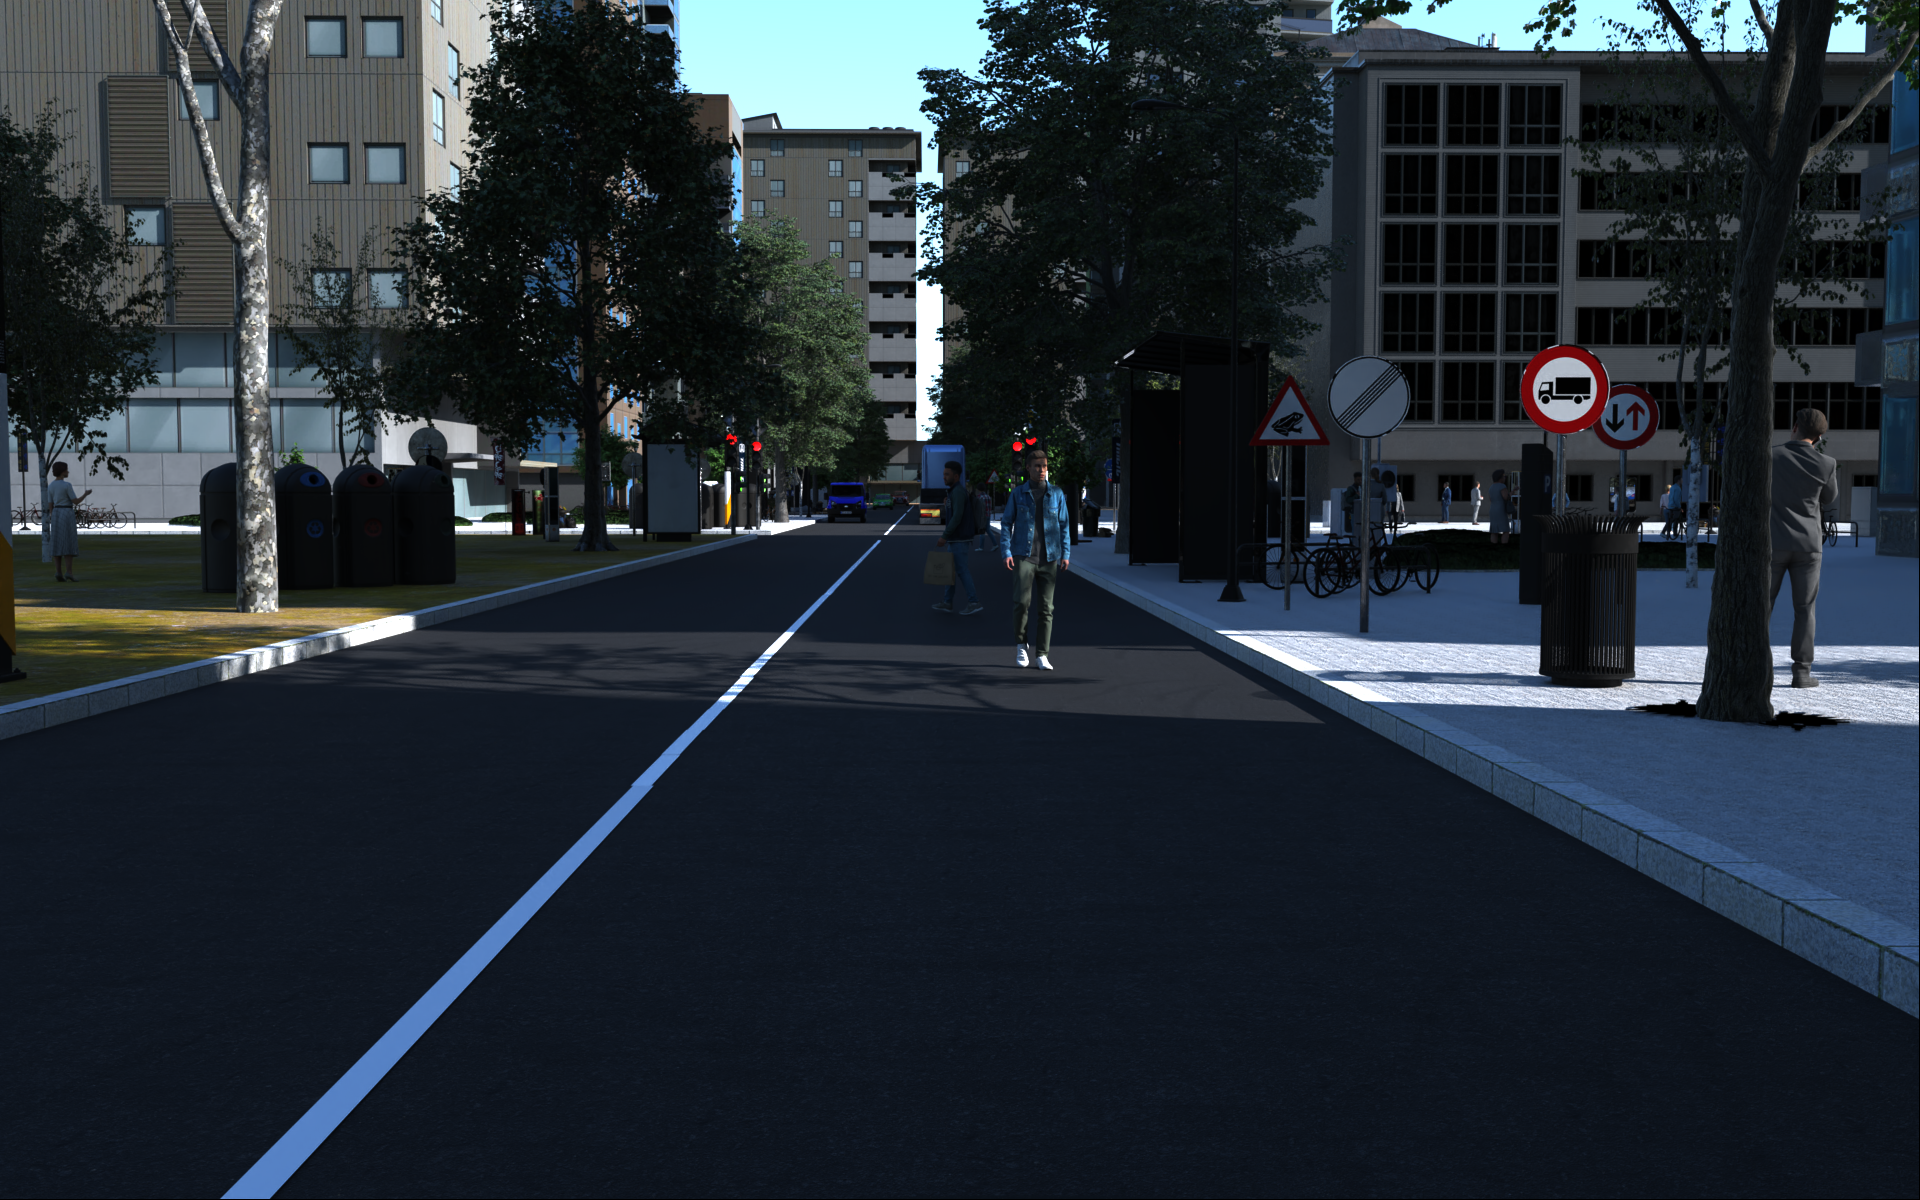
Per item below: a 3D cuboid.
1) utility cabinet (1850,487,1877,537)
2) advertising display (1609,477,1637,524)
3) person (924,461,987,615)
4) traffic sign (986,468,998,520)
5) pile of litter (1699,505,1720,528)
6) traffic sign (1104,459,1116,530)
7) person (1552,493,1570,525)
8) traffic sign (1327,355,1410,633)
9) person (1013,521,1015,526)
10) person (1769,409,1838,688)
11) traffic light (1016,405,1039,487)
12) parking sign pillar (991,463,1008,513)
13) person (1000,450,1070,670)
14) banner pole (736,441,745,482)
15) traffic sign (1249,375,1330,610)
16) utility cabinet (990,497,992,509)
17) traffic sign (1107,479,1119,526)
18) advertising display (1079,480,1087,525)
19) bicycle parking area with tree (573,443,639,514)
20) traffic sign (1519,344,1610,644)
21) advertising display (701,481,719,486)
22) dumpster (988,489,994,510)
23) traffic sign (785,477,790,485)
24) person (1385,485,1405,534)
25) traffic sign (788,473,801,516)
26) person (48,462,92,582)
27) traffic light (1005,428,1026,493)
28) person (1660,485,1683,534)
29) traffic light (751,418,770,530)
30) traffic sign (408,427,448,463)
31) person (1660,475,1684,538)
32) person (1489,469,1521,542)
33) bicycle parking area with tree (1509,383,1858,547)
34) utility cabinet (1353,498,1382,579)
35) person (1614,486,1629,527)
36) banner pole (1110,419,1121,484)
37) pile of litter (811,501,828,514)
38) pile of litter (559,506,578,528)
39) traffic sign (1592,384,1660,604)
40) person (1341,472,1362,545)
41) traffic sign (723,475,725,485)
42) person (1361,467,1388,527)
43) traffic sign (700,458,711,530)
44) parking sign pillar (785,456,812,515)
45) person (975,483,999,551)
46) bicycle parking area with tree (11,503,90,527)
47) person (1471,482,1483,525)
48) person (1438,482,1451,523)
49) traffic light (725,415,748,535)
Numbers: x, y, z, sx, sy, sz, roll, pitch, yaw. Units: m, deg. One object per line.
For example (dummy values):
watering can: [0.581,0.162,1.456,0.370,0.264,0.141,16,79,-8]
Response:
utility cabinet: [27.227,-2.653,52.055,0.318,1.500,1.173,0,4,1]
advertising display: [25.346,-3.734,66.272,0.974,1.923,0.123,2,4,29]
person: [-0.065,-0.739,20.560,0.713,1.824,0.794,1,4,20]
traffic sign: [1.726,-5.333,87.198,0.884,2.594,0.081,0,4,-1]
pile of litter: [28.713,-3.211,66.458,1.719,0.858,1.176,0,4,-3]
traffic sign: [5.500,-3.765,61.656,0.768,2.556,0.104,1,4,9]
person: [18.908,-2.857,54.569,0.589,1.601,0.330,3,5,40]
traffic sign: [3.751,-0.972,15.996,0.768,2.556,0.104,0,4,-1]
person: [2.293,-3.817,69.198,0.760,1.731,0.466,3,5,40]
person: [5.503,-0.351,11.592,0.655,1.846,0.447,1,4,18]
traffic light: [2.189,-3.997,54.268,0.839,4.253,0.868,0,4,-1]
parking sign pillar: [2.828,-7.872,117.176,1.447,3.967,1.447,2,4,25]
person: [0.617,-0.326,14.178,0.601,1.785,0.444,0,4,-5]
banner pole: [-9.041,-4.967,71.221,0.401,3.779,0.863,2,4,26]
traffic sign: [3.613,-1.165,19.054,0.884,2.594,0.081,0,4,1]
utility cabinet: [2.448,-7.028,123.578,1.173,1.500,0.318,-1,4,-17]
traffic sign: [6.374,-4.266,69.760,0.884,2.594,0.081,0,4,0]
advertising display: [5.184,-4.158,73.192,0.123,1.923,0.974,1,4,16]
bicycle parking area with tree: [-17.830,-6.865,99.241,9.016,4.147,8.231,1,4,22]
traffic sign: [5.137,-0.900,14.813,0.768,2.556,0.104,0,4,0]
advertising display: [-12.694,-5.066,88.048,0.974,1.923,0.123,-3,4,-36]
dumpster: [2.720,-7.184,119.946,1.502,2.255,1.985,0,4,-1]
traffic sign: [-12.704,-7.717,126.284,0.768,2.556,0.104,0,4,7]
person: [14.644,-3.025,58.134,0.709,1.800,0.728,1,4,13]
traffic sign: [-9.887,-6.317,103.382,0.768,2.556,0.104,0,4,7]
person: [-13.046,-1.146,25.355,0.480,1.755,0.524,1,4,14]
traffic light: [2.027,-4.485,62.251,0.839,4.253,0.868,0,4,-1]
person: [23.846,-2.990,58.065,0.731,1.740,0.598,2,4,24]
traffic light: [-7.232,-4.473,62.048,0.839,4.253,0.868,0,4,-1]
traffic sign: [-10.148,-2.014,33.036,0.768,2.556,0.104,0,4,4]
person: [20.662,-2.701,50.232,0.620,1.820,0.660,0,4,-2]
person: [10.909,-1.726,34.619,0.532,1.782,0.716,-1,4,-17]
bicycle parking area with tree: [18.229,-3.531,44.730,8.231,4.147,9.016,1,4,14]
utility cabinet: [6.268,-0.951,26.704,0.306,1.237,1.020,0,4,5]
person: [19.052,-2.536,50.105,0.523,1.515,0.503,0,4,-8]
banner pole: [4.818,-3.698,50.484,0.863,3.779,0.401,0,4,7]
pile of litter: [-8.807,-5.843,109.497,1.719,0.858,1.176,0,4,0]
pile of litter: [-15.095,-3.111,64.825,1.719,0.858,1.176,-2,4,-26]
traffic sign: [7.695,-1.224,20.120,0.768,2.556,0.104,0,4,7]
person: [8.920,-1.990,38.927,0.721,1.781,0.623,3,4,38]
traffic sign: [-12.536,-5.612,93.893,0.606,2.300,0.079,0,4,1]
person: [7.946,-1.651,33.307,0.520,1.790,0.573,1,4,11]
traffic sign: [-9.262,-3.771,61.759,0.768,2.556,0.104,0,4,6]
parking sign pillar: [-9.815,-7.225,106.597,1.447,3.967,1.447,3,5,41]
person: [0.613,-2.086,43.447,0.643,1.720,0.563,3,4,37]
bicycle parking area with tree: [-39.720,-5.031,69.253,9.016,4.147,8.231,1,4,17]
person: [21.522,-4.018,71.944,0.583,1.804,0.606,-1,4,-18]
person: [21.231,-4.250,75.708,0.419,1.800,0.721,-1,4,-9]
traffic light: [-7.070,-3.984,54.064,0.839,4.253,0.868,0,4,-1]
